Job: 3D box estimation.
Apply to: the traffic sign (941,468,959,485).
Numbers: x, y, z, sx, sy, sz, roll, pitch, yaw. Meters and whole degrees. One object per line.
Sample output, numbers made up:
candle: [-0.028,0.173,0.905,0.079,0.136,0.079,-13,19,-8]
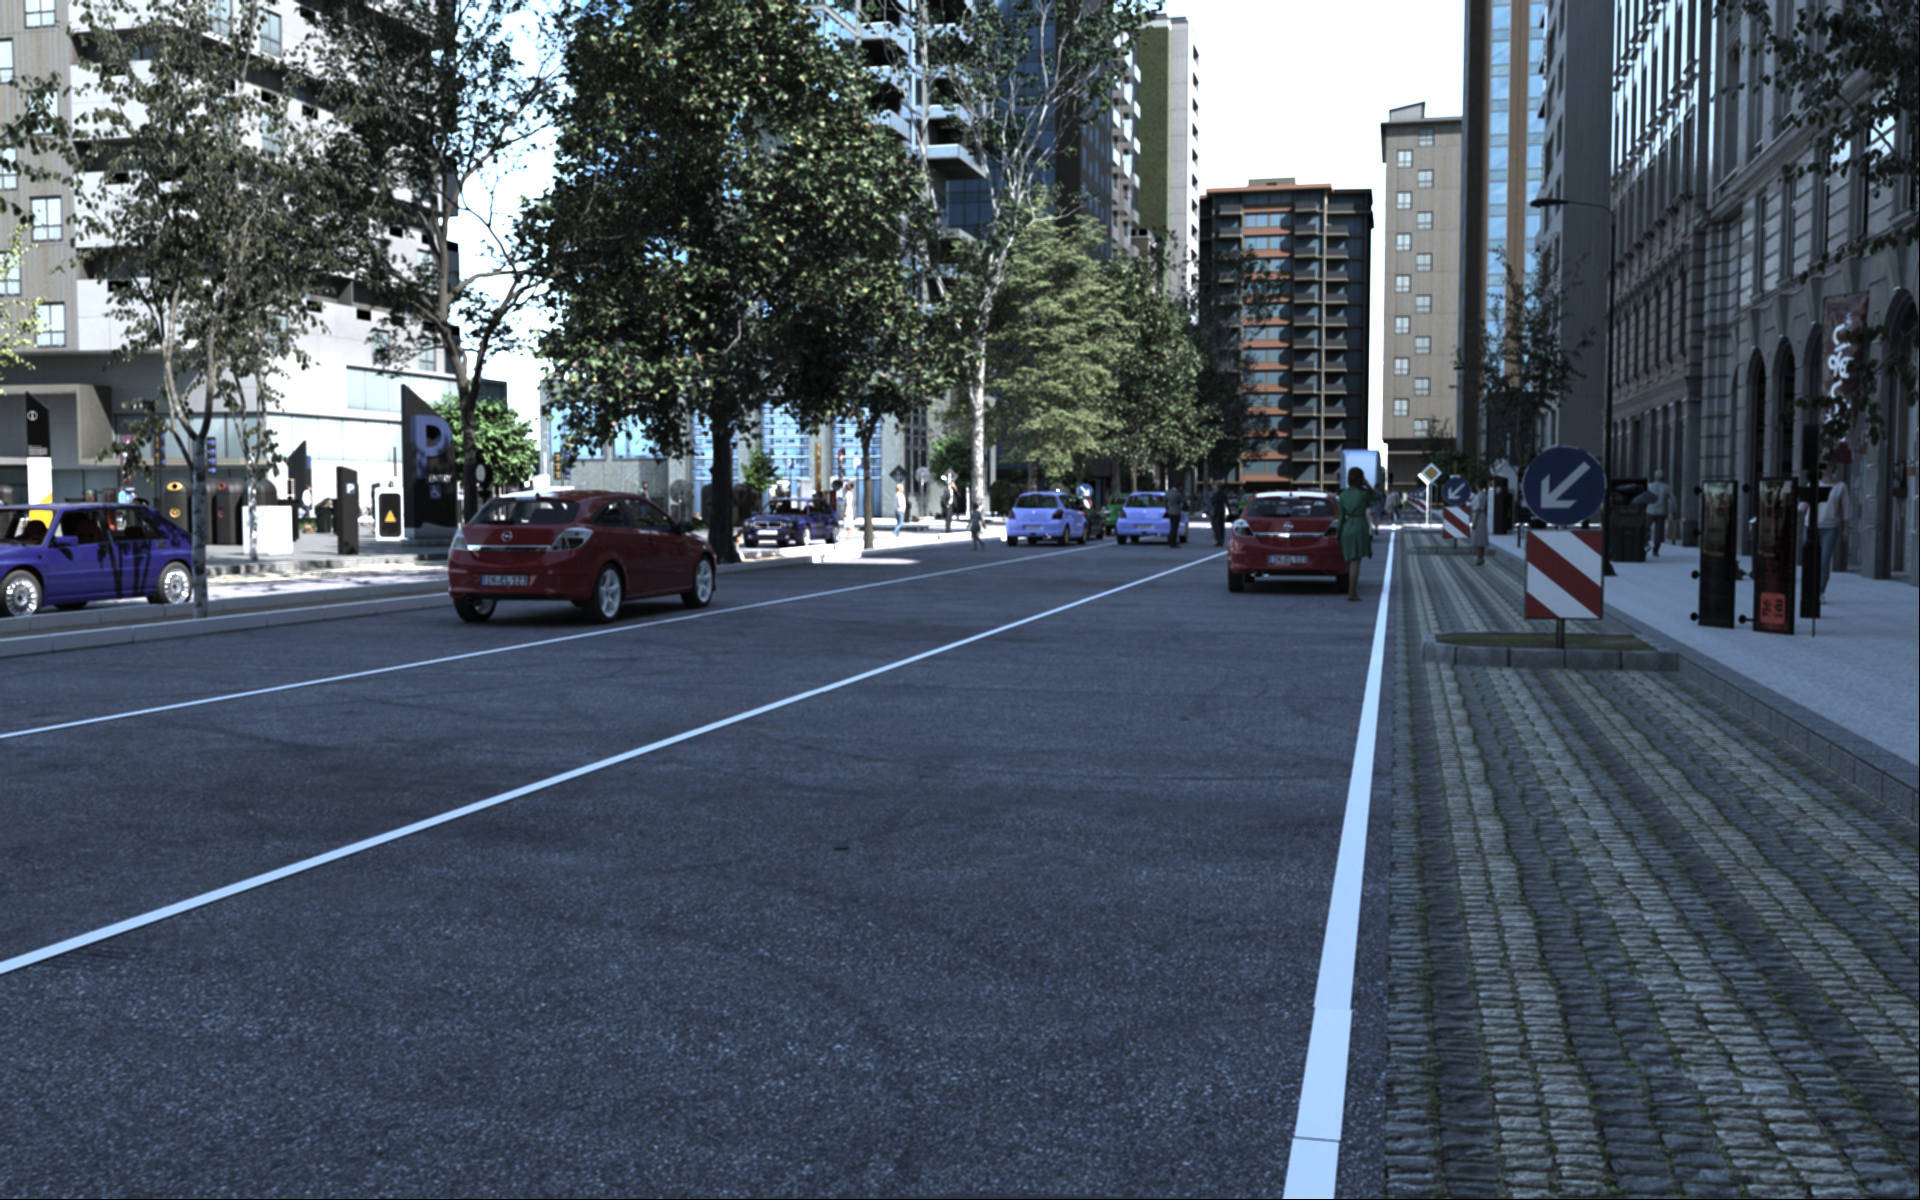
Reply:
traffic sign: [-0.468,-4.519,76.074,0.795,2.593,0.064,1,4,14]

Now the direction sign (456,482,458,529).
direction sign: [-15.866,-3.825,54.541,0.379,3.537,0.876,-1,4,-14]

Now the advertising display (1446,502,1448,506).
advertising display: [29.686,-6.135,105.518,0.123,1.923,0.974,1,4,14]

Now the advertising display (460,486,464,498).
advertising display: [-27.568,-5.606,96.875,0.974,1.923,0.123,2,4,29]

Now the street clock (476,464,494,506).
street clock: [-11.389,-2.260,41.525,0.471,2.002,0.358,3,5,44]

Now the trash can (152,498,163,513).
trash can: [-29.694,-3.235,64.543,0.748,1.137,0.748,0,3,0]

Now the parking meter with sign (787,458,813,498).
parking meter with sign: [-7.536,-5.384,84.283,1.738,3.016,0.543,-2,4,-35]

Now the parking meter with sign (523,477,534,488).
parking meter with sign: [-21.797,-5.735,90.020,1.738,3.016,0.543,-1,4,-19]

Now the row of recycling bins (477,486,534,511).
row of recycling bins: [-22.191,-4.719,84.268,3.534,1.692,1.069,-2,4,-28]

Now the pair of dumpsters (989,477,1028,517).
pair of dumpsters: [2.691,-5.786,97.096,1.574,2.255,4.437,1,4,14]

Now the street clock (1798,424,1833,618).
street clock: [8.836,-0.818,17.944,0.358,2.002,0.471,2,4,25]

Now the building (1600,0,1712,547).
building: [24.243,-12.214,48.852,9.793,20.994,18.267,1,4,14]

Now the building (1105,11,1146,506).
building: [5.055,-33.489,167.158,23.786,49.044,30.456,1,4,14]

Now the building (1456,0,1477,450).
building: [45.364,-29.439,131.440,14.600,45.320,14.200,1,4,14]

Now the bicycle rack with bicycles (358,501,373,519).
bicycle rack with bicycles: [-30.567,-4.670,89.742,2.852,0.926,2.925,-3,4,-38]

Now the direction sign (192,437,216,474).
direction sign: [-29.962,-4.693,68.721,0.876,3.537,0.379,-3,4,-37]

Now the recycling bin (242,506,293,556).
recycling bin: [-14.574,-1.461,36.445,0.722,1.027,0.722,1,4,19]

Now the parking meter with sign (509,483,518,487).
parking meter with sign: [-29.724,-7.263,115.006,1.738,3.016,0.543,0,4,2]

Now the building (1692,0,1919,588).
building: [20.443,-11.388,27.998,13.314,21.916,24.055,1,4,14]

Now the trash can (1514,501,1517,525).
trash can: [22.112,-3.555,69.775,0.748,1.137,0.748,0,3,0]

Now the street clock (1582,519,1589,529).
street clock: [19.700,-3.055,54.514,0.471,2.002,0.358,3,5,42]

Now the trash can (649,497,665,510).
trash can: [-14.010,-4.194,80.227,0.748,1.137,0.748,0,3,0]

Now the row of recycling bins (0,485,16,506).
row of recycling bins: [-42.148,-4.145,74.883,1.069,1.692,3.534,0,4,2]

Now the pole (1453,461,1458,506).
pole: [30.288,-6.850,105.838,0.158,3.312,0.155,0,3,0]

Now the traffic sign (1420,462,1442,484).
traffic sign: [17.247,-3.741,63.356,0.795,2.593,0.064,1,4,14]

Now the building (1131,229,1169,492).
building: [14.750,-25.475,188.221,14.160,30.474,14.107,1,4,14]

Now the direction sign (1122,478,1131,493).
direction sign: [13.619,-9.120,141.109,0.876,3.537,0.379,-1,4,-9]

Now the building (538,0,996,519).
building: [-10.171,-48.500,105.642,22.319,86.520,31.000,1,4,14]

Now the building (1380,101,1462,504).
building: [71.721,-39.700,238.326,27.495,52.752,28.713,1,4,14]

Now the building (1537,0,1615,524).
building: [33.085,-23.931,74.860,14.086,41.232,14.154,1,4,14]

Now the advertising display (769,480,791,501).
advertising display: [-8.155,-4.483,78.503,0.974,1.923,0.123,0,4,5]

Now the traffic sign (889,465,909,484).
traffic sign: [-2.425,-4.045,68.331,0.795,2.593,0.064,1,4,14]

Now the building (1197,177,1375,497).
building: [42.886,-35.952,242.446,28.867,44.769,22.147,1,4,14]

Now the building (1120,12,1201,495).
building: [14.942,-41.106,214.083,28.212,58.520,21.231,1,4,14]

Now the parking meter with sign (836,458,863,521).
parking meter with sign: [-5.299,-5.260,82.259,0.543,3.016,1.738,2,4,28]

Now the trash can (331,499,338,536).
trash can: [-19.153,-2.575,53.755,0.748,1.137,0.748,0,3,0]

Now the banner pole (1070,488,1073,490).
banner pole: [8.087,-8.378,126.990,0.401,3.779,0.863,2,4,30]

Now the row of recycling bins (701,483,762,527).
row of recycling bins: [-8.864,-3.711,67.790,1.069,1.692,3.534,2,4,27]

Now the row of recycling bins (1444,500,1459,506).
row of recycling bins: [33.328,-6.749,117.465,1.069,1.692,3.534,1,4,16]

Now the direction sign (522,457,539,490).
direction sign: [-25.266,-6.730,102.036,0.876,3.537,0.379,0,4,-2]

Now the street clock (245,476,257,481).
street clock: [-27.597,-3.850,67.510,0.471,2.002,0.358,0,4,-3]

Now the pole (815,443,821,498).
pole: [-5.666,-4.602,69.094,0.158,3.312,0.155,0,3,0]

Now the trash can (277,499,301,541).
trash can: [-18.244,-2.158,46.937,0.748,1.137,0.748,0,3,0]

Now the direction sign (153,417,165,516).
direction sign: [-23.463,-3.597,50.811,0.379,3.537,0.876,0,4,-7]

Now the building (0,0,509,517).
building: [-46.258,-31.356,101.914,27.495,52.752,28.713,1,4,14]

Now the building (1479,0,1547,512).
building: [42.781,-48.114,99.332,22.319,86.520,31.000,1,4,14]

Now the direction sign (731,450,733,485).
direction sign: [-11.242,-5.717,85.465,0.379,3.537,0.876,0,4,-4]

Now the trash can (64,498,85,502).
trash can: [-30.875,-2.987,60.488,0.748,1.137,0.748,0,3,0]

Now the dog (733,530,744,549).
dog: [-5.956,-1.589,45.264,0.540,0.507,0.406,-2,4,-32]

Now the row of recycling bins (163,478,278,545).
row of recycling bins: [-18.751,-2.251,43.923,3.534,1.692,1.069,1,4,23]

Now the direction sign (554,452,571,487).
direction sign: [-21.450,-6.205,93.445,0.876,3.537,0.379,-1,4,-16]

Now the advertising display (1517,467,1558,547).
advertising display: [13.848,-2.217,41.460,0.974,1.923,0.123,1,4,14]

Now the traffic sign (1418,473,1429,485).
traffic sign: [19.204,-4.215,71.098,0.795,2.593,0.064,1,4,14]

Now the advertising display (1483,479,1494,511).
advertising display: [22.166,-4.074,71.825,0.974,1.923,0.123,2,4,25]

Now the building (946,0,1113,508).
building: [3.817,-29.649,134.877,14.600,45.320,14.200,1,4,14]
